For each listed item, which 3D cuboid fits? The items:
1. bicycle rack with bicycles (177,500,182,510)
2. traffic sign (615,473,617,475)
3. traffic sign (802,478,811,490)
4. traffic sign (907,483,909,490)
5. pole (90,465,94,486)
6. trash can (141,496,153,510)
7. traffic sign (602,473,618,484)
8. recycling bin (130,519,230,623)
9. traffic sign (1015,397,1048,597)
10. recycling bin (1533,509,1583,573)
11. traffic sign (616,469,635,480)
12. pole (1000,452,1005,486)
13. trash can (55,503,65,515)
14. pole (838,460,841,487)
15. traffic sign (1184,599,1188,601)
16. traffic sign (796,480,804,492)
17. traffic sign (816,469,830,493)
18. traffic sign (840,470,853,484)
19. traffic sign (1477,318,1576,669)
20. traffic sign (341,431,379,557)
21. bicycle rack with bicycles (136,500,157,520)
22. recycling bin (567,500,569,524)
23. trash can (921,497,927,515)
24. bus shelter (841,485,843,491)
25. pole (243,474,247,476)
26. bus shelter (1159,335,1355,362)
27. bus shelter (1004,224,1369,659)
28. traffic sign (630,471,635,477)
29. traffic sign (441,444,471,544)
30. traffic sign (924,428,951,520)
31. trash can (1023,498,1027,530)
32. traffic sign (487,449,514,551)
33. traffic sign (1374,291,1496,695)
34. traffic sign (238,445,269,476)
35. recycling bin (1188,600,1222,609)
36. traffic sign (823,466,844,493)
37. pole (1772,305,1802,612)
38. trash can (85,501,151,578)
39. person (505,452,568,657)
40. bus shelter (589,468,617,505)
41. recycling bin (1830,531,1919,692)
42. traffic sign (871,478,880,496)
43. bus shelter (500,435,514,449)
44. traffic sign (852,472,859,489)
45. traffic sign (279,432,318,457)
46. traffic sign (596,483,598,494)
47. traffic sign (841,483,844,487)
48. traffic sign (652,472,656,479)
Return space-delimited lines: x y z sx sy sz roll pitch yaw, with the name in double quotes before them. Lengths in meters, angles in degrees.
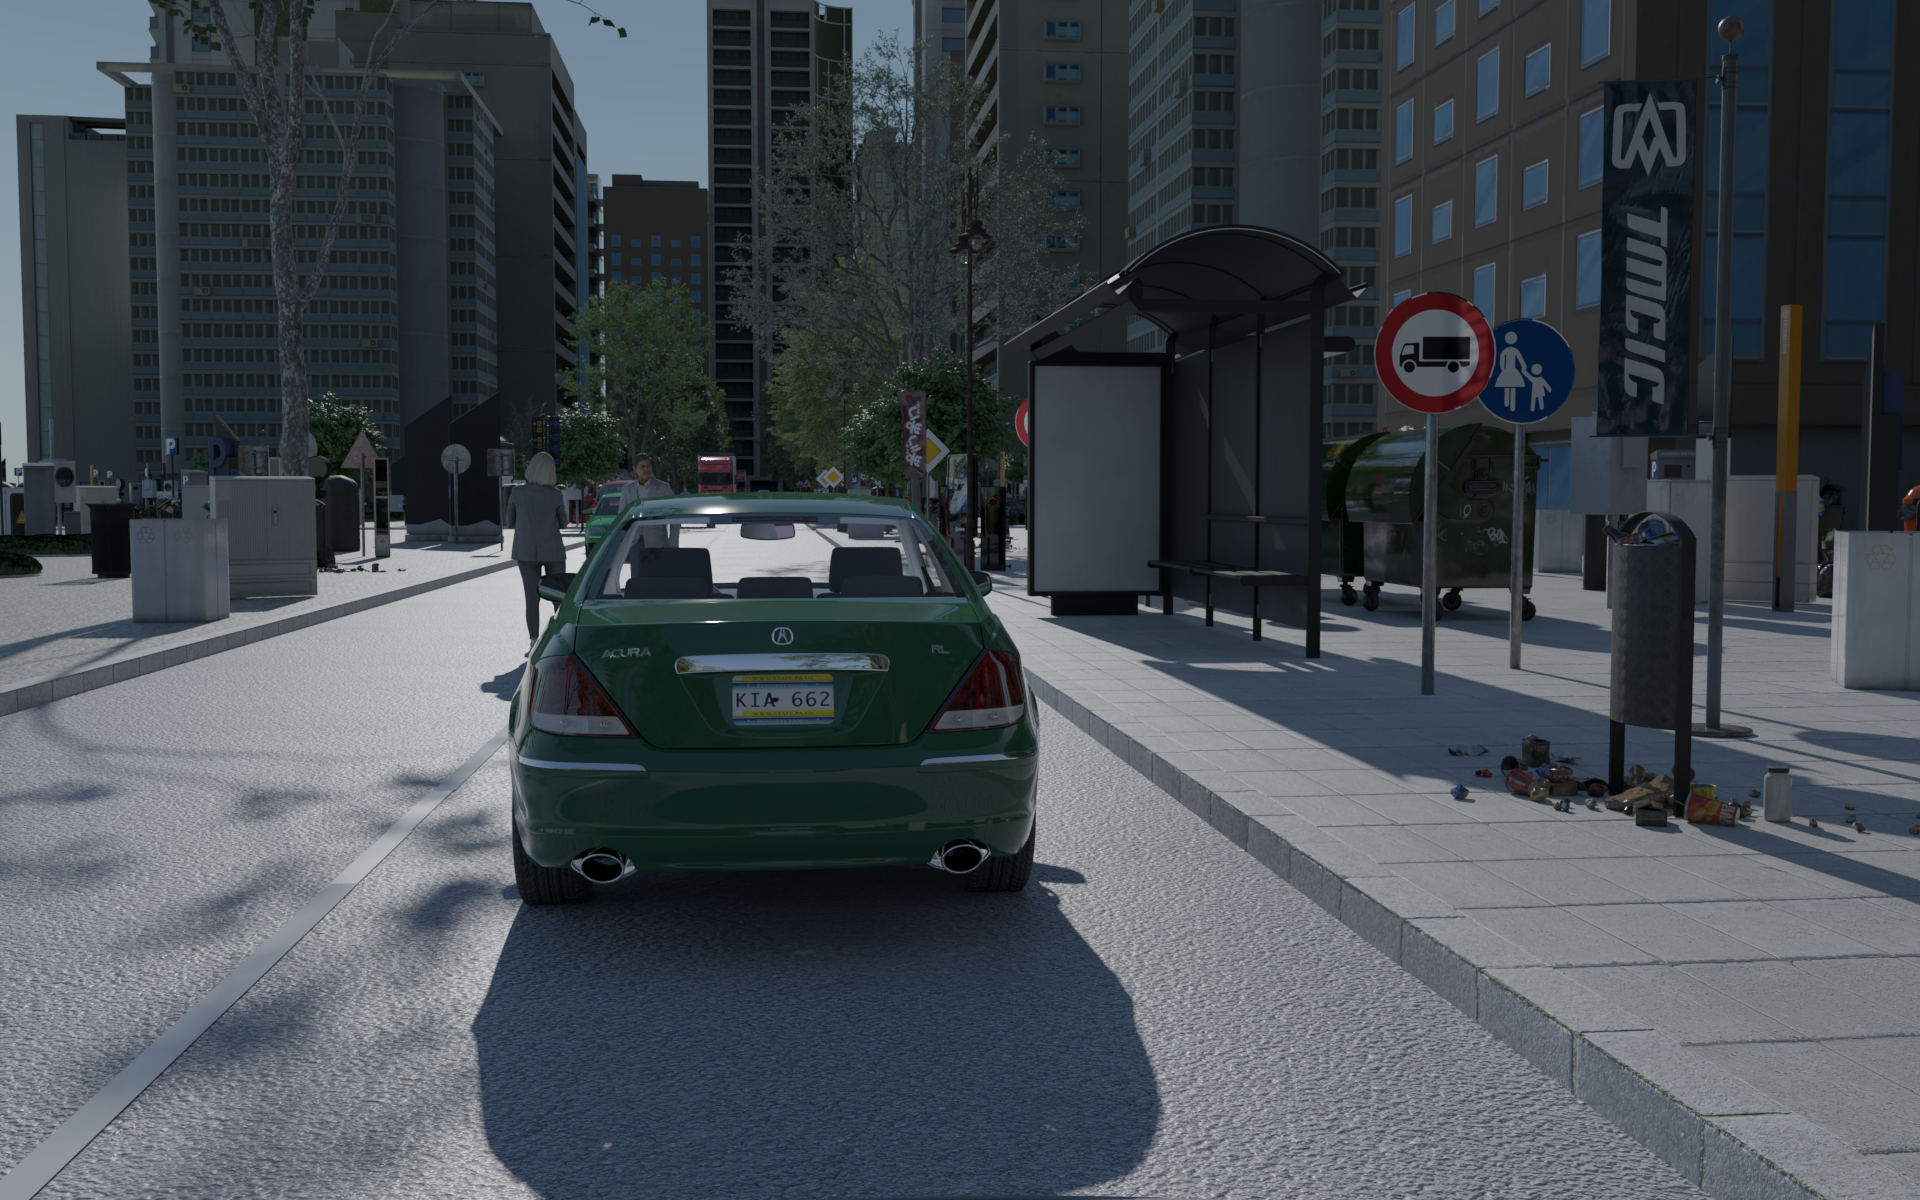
"bicycle rack with bicycles" -47.026 -5.468 102.784 2.852 0.926 2.925 -3 5 -43
"traffic sign" -20.467 -6.304 103.079 0.884 2.594 0.081 0 4 3
"traffic sign" -12.272 -8.487 138.758 0.884 2.594 0.081 0 4 2
"traffic sign" -1.880 -3.841 62.900 0.768 2.556 0.104 0 4 3
"pole" -60.355 -7.747 120.511 0.158 3.312 0.155 0 3 0
"trash can" -52.358 -6.116 111.658 0.748 1.137 0.748 0 3 0
"traffic sign" -12.487 -3.527 61.316 0.795 2.450 0.064 0 4 -6
"recycling bin" -7.919 -0.309 17.602 0.722 1.027 0.722 0 4 -2
"traffic sign" 1.058 -1.310 21.524 0.768 2.556 0.104 0 4 -6
"recycling bin" 9.796 -0.979 28.563 0.722 1.027 0.722 0 4 -1
"traffic sign" -13.388 -4.013 69.251 0.795 2.450 0.064 0 4 -6
"pole" 2.054 -5.479 83.429 0.158 3.312 0.155 0 3 0
"trash can" -62.281 -6.577 119.194 0.748 1.137 0.748 0 3 0
"pole" -6.998 -6.538 100.744 0.158 3.312 0.155 0 3 0
"traffic sign" 2.737 -1.265 20.794 0.768 2.556 0.104 0 4 1
"traffic sign" -13.121 -8.722 142.705 0.768 2.556 0.104 0 4 -3
"traffic sign" -5.443 -4.066 70.129 0.795 2.450 0.064 0 4 -6
"traffic sign" -6.046 -5.608 91.802 0.768 2.556 0.104 0 4 -4
"traffic sign" 4.082 -0.768 12.658 0.768 2.556 0.104 0 4 -1
"traffic sign" -12.245 -2.171 35.501 0.884 2.594 0.081 0 4 -2
"bicycle rack with bicycles" -40.704 -4.398 85.291 2.925 0.926 2.852 -1 4 -21
"recycling bin" -17.010 -3.706 73.154 0.722 1.027 0.722 2 4 24
"trash can" -1.554 -4.173 79.874 0.748 1.137 0.748 0 3 0
"bus shelter" -9.081 -8.912 139.626 2.014 3.302 5.546 0 4 -7
"pole" -36.499 -5.785 88.435 0.158 3.312 0.155 0 3 0
"bus shelter" 3.709 -3.029 27.160 2.179 5.291 8.768 0 4 -7
"bus shelter" 1.775 -1.337 15.776 2.014 3.302 5.546 0 4 -6
"traffic sign" -17.852 -5.813 95.147 0.768 2.556 0.104 0 4 -3
"traffic sign" -12.811 -2.686 44.028 0.768 2.556 0.104 0 4 3
"traffic sign" -0.560 -1.785 30.366 0.795 2.450 0.064 0 4 -4
"trash can" 2.502 -2.855 58.337 0.748 1.137 0.748 0 3 0
"traffic sign" -10.368 -2.264 39.139 0.606 2.300 0.079 0 4 0
"traffic sign" 2.995 -0.667 11.014 0.768 2.556 0.104 0 4 1
"traffic sign" -14.822 -2.094 36.369 0.606 2.300 0.079 0 4 -6
"recycling bin" 3.084 -0.440 19.754 0.722 1.027 0.722 -2 4 -27
"traffic sign" -4.541 -3.581 62.195 0.795 2.450 0.064 0 4 -6
"pole" 8.981 -1.527 18.802 0.158 3.312 0.155 0 3 0
"trash can" -13.022 -0.915 26.621 0.748 1.137 0.748 0 3 0
"person" -3.732 -0.406 15.321 0.537 1.800 0.526 0 4 -3
"bus shelter" -19.747 -7.035 92.661 2.179 5.291 8.768 0 4 -6
"recycling bin" 6.275 0.060 11.575 0.722 1.027 0.722 1 4 19
"traffic sign" -3.404 -4.272 71.038 0.795 2.450 0.064 0 4 3
"bus shelter" -14.886 -3.575 52.381 2.014 3.302 5.546 0 4 -6
"traffic sign" -6.090 -6.008 98.338 0.768 2.556 0.104 0 4 -3
"traffic sign" -12.849 -2.050 33.628 0.768 2.556 0.104 0 4 3
"traffic sign" -15.633 -4.562 74.698 0.768 2.556 0.104 0 4 -4
"traffic sign" -6.755 -6.142 101.611 0.795 2.450 0.064 0 4 1
"traffic sign" -16.247 -5.565 90.991 0.884 2.594 0.081 0 4 -5
